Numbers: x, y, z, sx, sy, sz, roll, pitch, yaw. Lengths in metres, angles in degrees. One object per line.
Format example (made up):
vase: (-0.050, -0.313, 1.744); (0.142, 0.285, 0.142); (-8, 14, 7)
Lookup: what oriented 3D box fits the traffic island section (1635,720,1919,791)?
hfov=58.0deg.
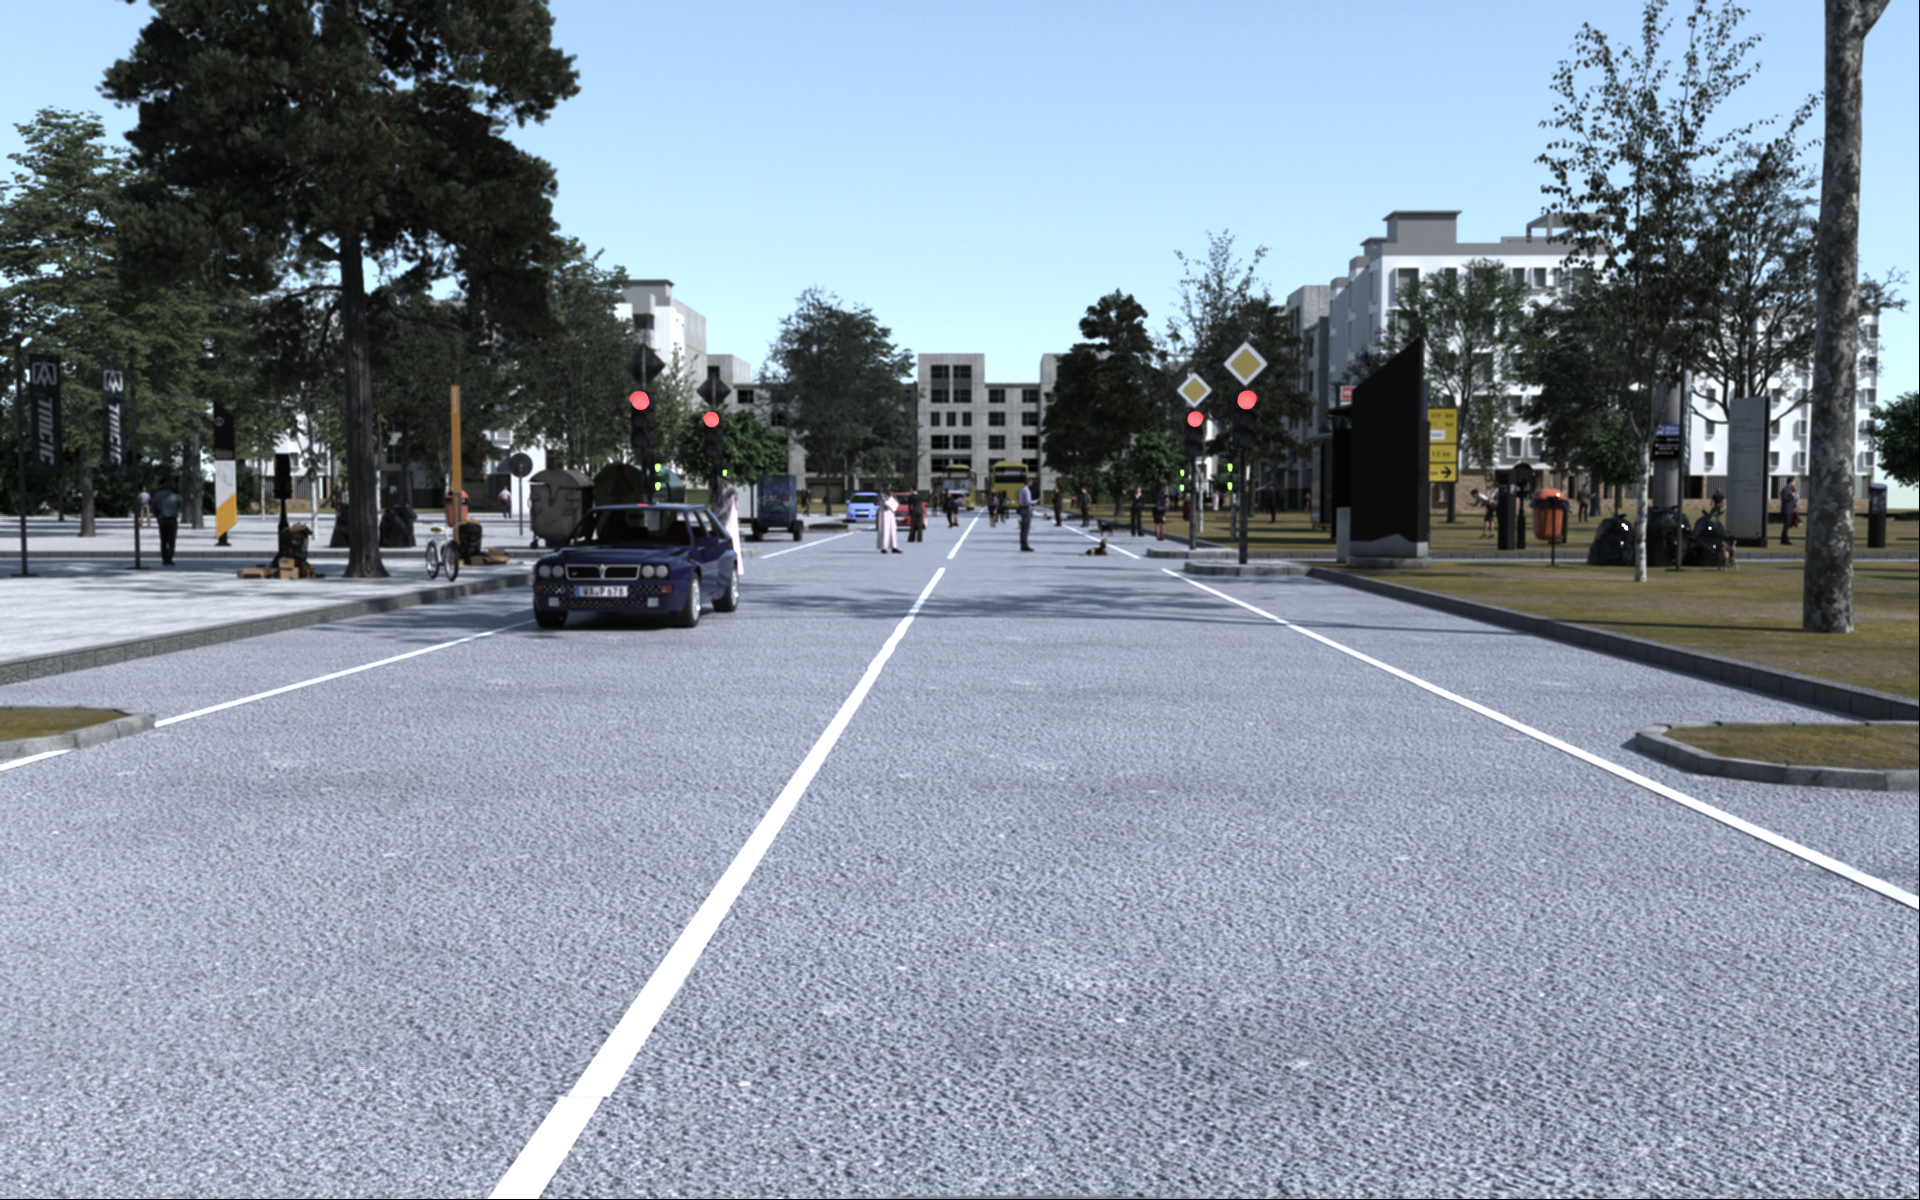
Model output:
traffic island section: (4.784, 0.828, 9.334); (1.991, 0.108, 1.994); (0, 4, 1)

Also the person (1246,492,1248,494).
person: (32.512, -11.435, 196.145); (1.217, 1.739, 0.721); (1, 4, 17)

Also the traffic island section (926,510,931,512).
traffic island section: (-3.422, -7.270, 141.729); (1.991, 0.108, 1.994); (0, 4, 1)

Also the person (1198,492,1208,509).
person: (21.034, -8.808, 150.610); (0.990, 1.755, 0.434); (0, 4, 5)

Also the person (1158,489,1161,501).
person: (20.441, -10.519, 178.023); (0.705, 1.824, 1.348); (2, 4, 24)

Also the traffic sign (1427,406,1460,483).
traffic sign: (10.449, -2.844, 40.374); (2.265, 3.308, 0.079); (0, 4, 7)

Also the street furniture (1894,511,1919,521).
street furniture: (49.600, -3.997, 80.977); (10.072, 0.657, 5.734); (3, 5, 40)

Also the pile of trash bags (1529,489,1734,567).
pile of trash bags: (11.952, -1.310, 31.175); (3.447, 1.369, 1.912); (0, 4, -4)

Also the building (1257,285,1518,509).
building: (37.542, -17.641, 154.882); (16.747, 18.905, 31.486); (0, 4, 1)

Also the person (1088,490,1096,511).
person: (10.064, -7.809, 134.242); (1.217, 1.766, 0.721); (3, 5, 43)

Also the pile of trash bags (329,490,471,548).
pile of trash bags: (-13.511, -1.962, 41.835); (3.447, 1.369, 1.912); (0, 4, 4)

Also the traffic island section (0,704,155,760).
traffic island section: (-5.918, 0.780, 10.113); (1.991, 0.108, 1.994); (0, 4, 1)

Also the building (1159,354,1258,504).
building: (32.019, -22.544, 225.010); (11.380, 20.091, 16.016); (0, 4, 1)

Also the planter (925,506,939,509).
planter: (-2.923, -9.023, 168.662); (1.991, 0.319, 1.994); (0, 4, 1)

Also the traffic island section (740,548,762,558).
traffic island section: (-5.679, -1.080, 39.947); (2.009, 0.180, 2.903); (0, 4, 1)

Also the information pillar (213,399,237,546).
information pillar: (-18.075, -3.132, 42.567); (0.504, 3.616, 0.183); (0, 4, -4)

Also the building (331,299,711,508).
building: (-41.213, -18.294, 165.563); (31.486, 18.905, 16.747); (0, 4, 1)

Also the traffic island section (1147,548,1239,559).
traffic island section: (5.360, -1.067, 39.734); (2.009, 0.180, 2.903); (0, 4, 1)

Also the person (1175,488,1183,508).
person: (19.784, -9.300, 158.228); (1.348, 1.807, 0.705); (3, 5, 42)

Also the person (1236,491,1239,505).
person: (28.762, -10.613, 180.485); (0.541, 1.710, 0.530); (0, 4, 3)

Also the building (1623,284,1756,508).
building: (65.126, -18.744, 162.890); (11.380, 20.091, 16.016); (0, 4, 1)

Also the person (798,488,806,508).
person: (-14.561, -9.501, 161.351); (1.348, 1.831, 0.705); (-2, 4, -32)

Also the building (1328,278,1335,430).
building: (36.752, -16.918, 133.035); (16.016, 20.091, 11.380); (0, 4, 1)

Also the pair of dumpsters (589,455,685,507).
pair of dumpsters: (-7.808, -2.417, 42.006); (1.574, 2.255, 4.436); (0, 4, 1)

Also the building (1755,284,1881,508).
building: (76.497, -18.709, 162.319); (11.380, 20.091, 16.016); (0, 4, 1)

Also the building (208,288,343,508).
building: (-62.735, -18.905, 165.511); (11.380, 20.091, 16.016); (0, 4, 1)

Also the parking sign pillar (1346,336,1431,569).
parking sign pillar: (7.481, -2.548, 30.136); (1.447, 3.967, 1.447); (3, 5, 41)

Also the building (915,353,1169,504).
building: (10.575, -21.958, 225.462); (31.486, 18.905, 16.747); (0, 4, 1)

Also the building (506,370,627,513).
building: (-29.473, -11.543, 130.868); (9.099, 9.664, 28.070); (0, 4, 1)

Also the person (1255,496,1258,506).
person: (31.945, -10.770, 185.384); (0.557, 1.426, 1.065); (-2, 4, -28)

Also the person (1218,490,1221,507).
person: (26.189, -10.333, 174.973); (0.705, 1.826, 1.348); (3, 5, 40)

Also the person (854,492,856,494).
person: (-11.840, -11.413, 196.565); (0.593, 1.643, 0.415); (2, 4, 30)

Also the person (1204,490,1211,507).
person: (24.627, -10.196, 173.460); (1.217, 1.736, 0.721); (-1, 4, -9)

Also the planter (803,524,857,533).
planter: (-4.876, -2.664, 64.692); (1.991, 0.319, 1.994); (0, 4, 1)

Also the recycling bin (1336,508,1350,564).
recycling bin: (7.468, -1.196, 32.116); (0.722, 1.027, 0.722); (3, 5, 44)

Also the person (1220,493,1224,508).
person: (25.023, -9.669, 165.074); (0.436, 1.711, 0.756); (2, 4, 28)

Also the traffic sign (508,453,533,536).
traffic sign: (-13.526, -3.254, 53.316); (0.768, 2.556, 0.104); (0, 4, 4)

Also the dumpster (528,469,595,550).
dumpster: (-9.311, -2.127, 40.539); (1.264, 1.857, 1.865); (0, 4, 1)

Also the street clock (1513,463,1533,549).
street clock: (13.083, -2.188, 40.343); (0.471, 2.002, 0.358); (1, 4, 13)

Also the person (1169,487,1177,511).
person: (15.810, -7.476, 128.146); (0.709, 1.838, 0.599); (2, 4, 24)

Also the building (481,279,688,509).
building: (-32.180, -17.981, 150.415); (16.016, 20.091, 11.380); (0, 4, 1)

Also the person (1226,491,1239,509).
person: (23.978, -8.960, 152.482); (1.348, 1.831, 0.705); (-2, 4, -23)

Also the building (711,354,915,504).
building: (-21.138, -22.039, 226.793); (31.486, 18.905, 16.747); (0, 4, 1)

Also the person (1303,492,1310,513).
person: (23.265, -6.538, 116.165); (0.421, 1.427, 0.697); (0, 4, 1)

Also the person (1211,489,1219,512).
person: (18.061, -7.093, 122.681); (0.551, 1.740, 0.621); (0, 4, 0)

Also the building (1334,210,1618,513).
building: (35.571, -16.196, 121.222); (16.016, 20.091, 11.380); (0, 4, 1)

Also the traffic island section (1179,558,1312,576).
traffic island section: (5.209, -0.579, 31.750); (2.009, 0.180, 2.903); (0, 4, 1)

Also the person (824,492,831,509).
person: (-11.558, -8.712, 151.676); (0.799, 1.438, 0.628); (0, 4, 5)

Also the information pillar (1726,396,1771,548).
information pillar: (19.222, -3.116, 42.261); (0.184, 3.620, 1.656); (0, 4, -4)

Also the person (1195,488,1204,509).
person: (19.937, -8.569, 146.234); (1.350, 1.814, 0.705); (2, 4, 32)

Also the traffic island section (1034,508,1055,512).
traffic island section: (7.295, -7.305, 142.301); (1.991, 0.108, 1.994); (0, 4, 1)

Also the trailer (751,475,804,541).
trailer: (-5.550, -2.757, 52.126); (1.471, 1.999, 3.904); (0, 4, -1)

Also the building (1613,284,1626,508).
building: (53.340, -18.706, 162.260); (11.380, 20.091, 16.016); (0, 4, 1)

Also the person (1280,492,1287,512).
person: (23.139, -7.156, 123.748); (0.721, 1.736, 1.217); (2, 4, 30)

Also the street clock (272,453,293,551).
street clock: (-12.060, -1.608, 30.865); (0.358, 2.002, 0.471); (-2, 4, -28)
